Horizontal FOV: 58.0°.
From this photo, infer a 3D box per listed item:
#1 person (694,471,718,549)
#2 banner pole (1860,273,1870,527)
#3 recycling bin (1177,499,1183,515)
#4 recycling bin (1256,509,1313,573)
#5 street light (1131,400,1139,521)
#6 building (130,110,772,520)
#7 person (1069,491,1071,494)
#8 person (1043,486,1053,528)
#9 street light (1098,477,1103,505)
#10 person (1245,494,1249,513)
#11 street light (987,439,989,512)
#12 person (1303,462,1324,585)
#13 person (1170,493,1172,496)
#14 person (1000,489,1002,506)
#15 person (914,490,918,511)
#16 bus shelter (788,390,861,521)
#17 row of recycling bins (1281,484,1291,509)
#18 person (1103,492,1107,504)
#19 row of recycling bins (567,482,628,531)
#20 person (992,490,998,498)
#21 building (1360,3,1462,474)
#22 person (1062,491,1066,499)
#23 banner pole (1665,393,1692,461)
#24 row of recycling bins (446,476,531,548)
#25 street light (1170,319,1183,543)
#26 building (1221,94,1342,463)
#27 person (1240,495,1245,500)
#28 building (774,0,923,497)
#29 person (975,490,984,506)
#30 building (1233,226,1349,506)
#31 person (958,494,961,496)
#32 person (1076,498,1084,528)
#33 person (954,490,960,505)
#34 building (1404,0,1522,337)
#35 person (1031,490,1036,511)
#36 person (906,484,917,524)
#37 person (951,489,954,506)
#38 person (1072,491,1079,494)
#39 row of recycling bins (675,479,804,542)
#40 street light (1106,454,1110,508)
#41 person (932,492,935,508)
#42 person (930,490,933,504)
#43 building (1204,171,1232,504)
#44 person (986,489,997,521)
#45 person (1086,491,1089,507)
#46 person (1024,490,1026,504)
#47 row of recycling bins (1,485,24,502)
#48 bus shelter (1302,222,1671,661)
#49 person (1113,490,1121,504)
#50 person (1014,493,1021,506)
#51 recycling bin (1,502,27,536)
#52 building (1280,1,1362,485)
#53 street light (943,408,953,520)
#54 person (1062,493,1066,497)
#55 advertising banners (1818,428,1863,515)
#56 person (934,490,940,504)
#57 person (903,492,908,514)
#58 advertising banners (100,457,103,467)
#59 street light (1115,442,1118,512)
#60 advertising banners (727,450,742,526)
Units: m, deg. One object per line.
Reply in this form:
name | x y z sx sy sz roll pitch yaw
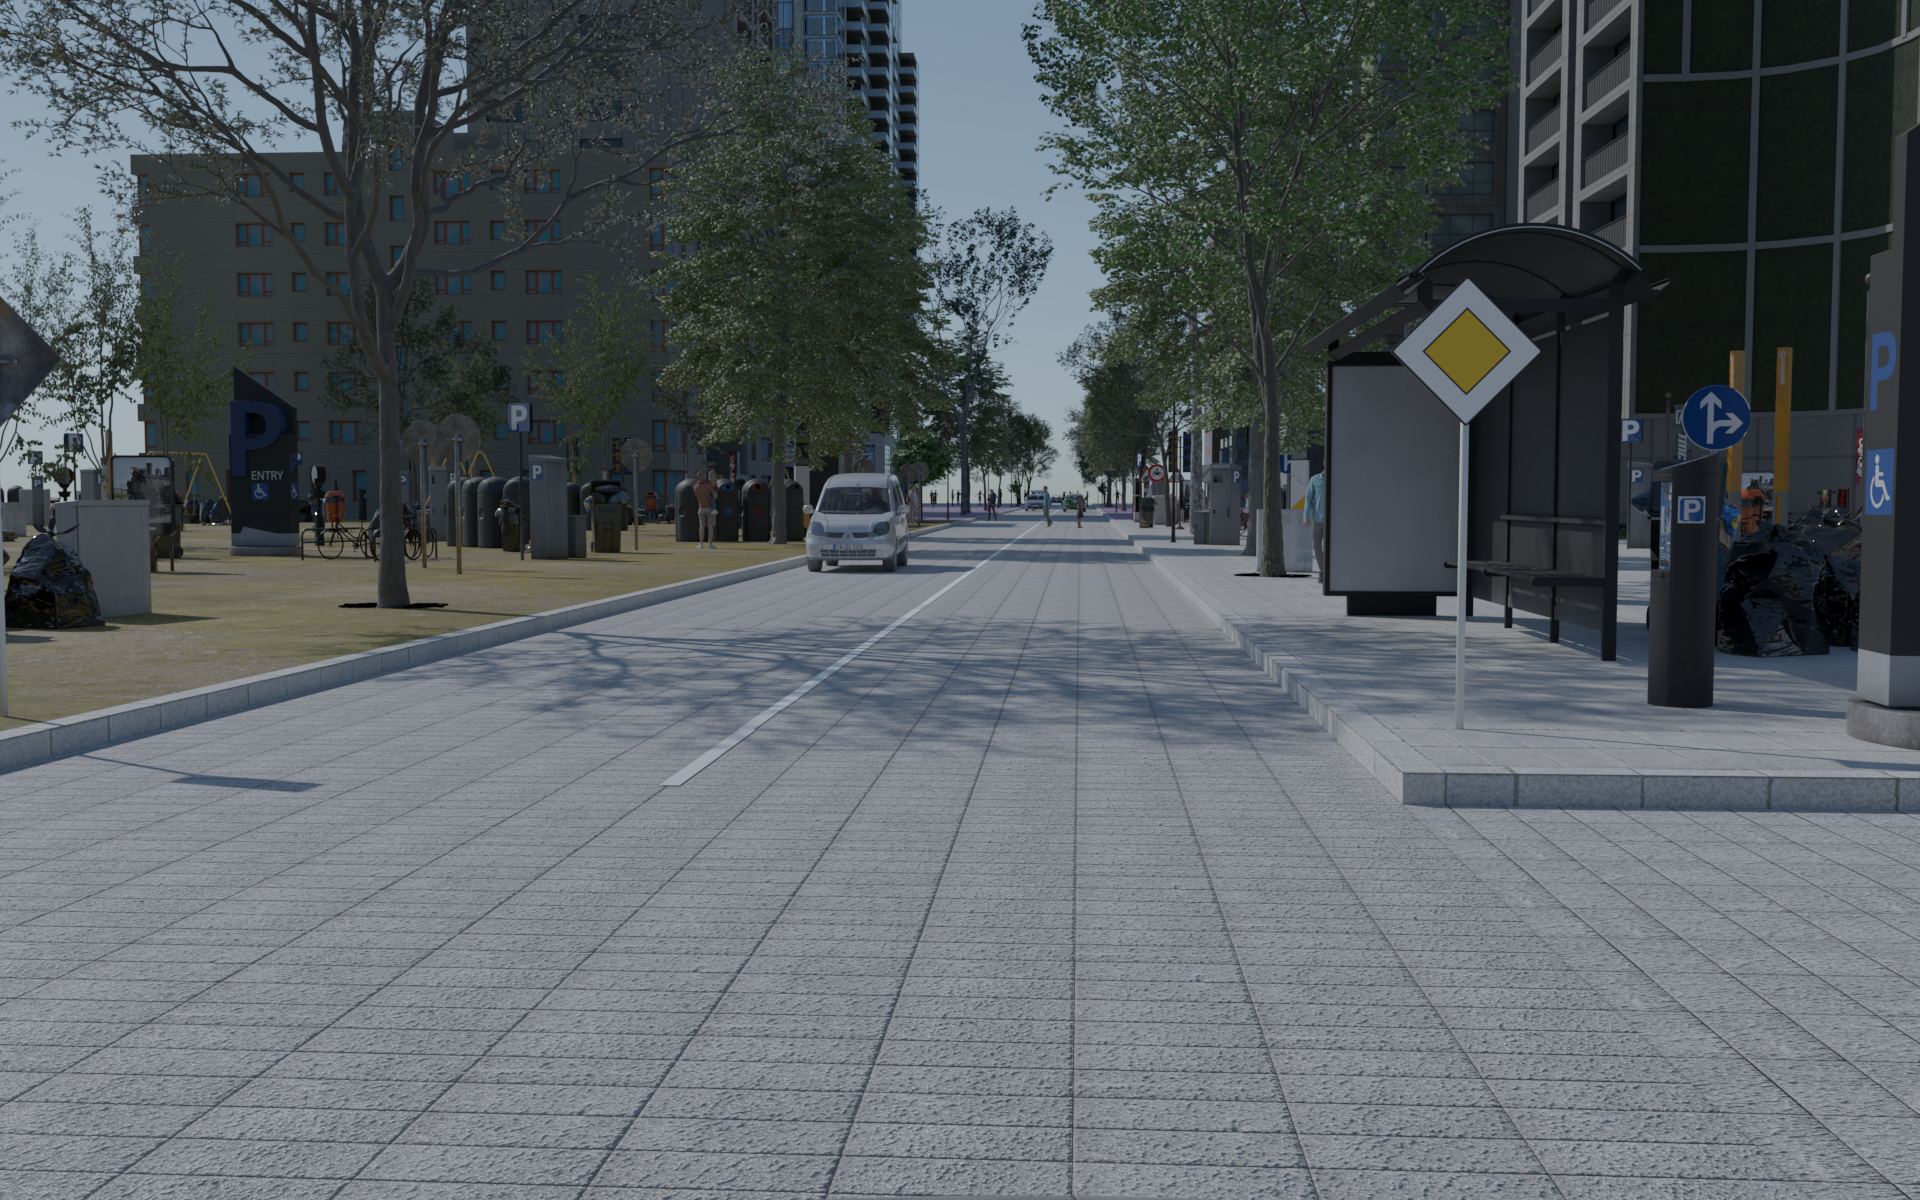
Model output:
person | -5.949 -2.133 40.895 0.580 1.828 0.573 -2 4 -32
banner pole | 10.487 -1.807 19.559 0.863 3.779 0.401 3 5 43
recycling bin | 10.551 -4.282 82.558 0.722 1.027 0.722 0 4 3
recycling bin | 5.388 -0.989 28.723 0.722 1.027 0.722 3 4 36
street light | 8.410 -6.796 83.906 0.468 5.910 1.993 0 4 4
building | -27.366 -15.709 101.878 27.650 21.520 28.899 0 4 4
person | 13.410 -12.408 211.382 0.705 1.822 1.348 2 4 35
person | 3.762 -3.993 74.133 0.444 1.785 0.601 1 4 11
street light | 16.785 -14.149 204.127 0.468 5.910 1.993 0 4 4
person | 13.540 -4.329 81.102 0.394 1.301 0.425 0 4 -7
street light | 2.053 -9.331 125.348 0.468 5.910 1.993 0 4 4
person | 5.234 -1.142 24.580 0.638 1.841 0.748 2 4 27
person | 27.984 -13.536 230.587 0.697 1.427 0.421 1 4 18
person | 4.254 -10.853 183.124 0.705 1.869 1.348 1 4 16
person | -3.319 -7.693 132.487 0.621 1.740 0.551 -2 4 -30
bus shelter | -5.521 -5.594 69.091 2.179 5.291 8.768 0 4 4
row of recycling bins | 13.643 -4.082 73.856 1.069 1.692 3.534 3 5 45
person | 18.816 -13.390 224.984 0.705 1.823 1.348 -2 4 -25
row of recycling bins | -13.353 -3.324 61.454 3.534 1.692 1.069 1 4 22
person | 3.654 -11.212 189.919 0.990 1.755 0.434 0 4 1
building | 31.569 -25.860 106.404 14.154 41.232 14.086 0 4 4
person | 11.404 -11.096 190.742 0.721 1.723 1.217 0 4 -5
banner pole | 17.609 -3.217 42.607 0.401 3.779 0.863 -3 5 -40
row of recycling bins | -11.256 -2.108 41.577 1.069 1.692 3.534 -3 5 -44
street light | 5.653 -4.462 45.738 0.468 5.910 1.993 0 4 4
building | 43.717 -36.152 210.691 23.786 49.044 30.456 0 4 4
person | 13.646 -4.863 86.289 1.217 1.736 0.721 2 4 35
building | -15.657 -56.021 228.616 22.319 86.520 31.000 0 4 4
person | 2.182 -11.449 193.956 1.217 1.743 0.721 -2 4 -32
building | 36.776 -25.507 188.747 14.160 30.474 14.107 0 4 4
person | 0.350 -11.854 199.480 1.348 1.869 0.705 -2 4 -27
person | 5.108 -3.688 73.466 0.373 1.253 0.362 -2 4 -24
person | -0.246 -12.497 210.386 1.348 1.822 0.705 3 5 42
building | 30.679 -19.586 91.928 14.160 30.474 14.107 0 4 4
person | 6.188 -8.485 147.673 0.683 1.767 0.568 3 5 43
person | -2.030 -4.057 73.383 0.522 1.701 0.512 -1 4 -9
person | -0.772 -11.183 188.866 0.705 1.826 1.348 0 4 5
person | 10.153 -8.720 151.881 0.742 1.727 0.445 1 4 10
row of recycling bins | -6.004 -2.450 47.164 3.534 1.692 1.069 -2 4 -24
street light | 13.622 -11.399 159.168 0.468 5.910 1.993 0 4 4
person | -2.419 -8.982 156.164 0.557 1.426 1.065 0 4 2
person | -3.767 -13.766 231.217 0.705 1.812 1.348 1 4 23
building | 40.514 -35.679 233.456 14.600 45.320 14.200 0 4 4
person | 1.664 -5.042 91.864 0.541 1.710 0.530 3 5 40
person | 14.195 -11.316 194.232 0.721 1.736 1.217 1 4 20
person | 8.107 -12.909 217.065 0.705 1.831 1.348 0 4 2
row of recycling bins | -45.473 -4.497 80.643 3.534 1.692 1.069 -2 4 -27
bus shelter | 4.449 -1.332 15.702 2.014 3.302 5.546 0 4 4
person | 20.375 -13.318 223.923 1.348 1.807 0.705 2 4 26
person | 6.125 -10.888 184.156 0.705 1.812 1.348 -2 4 -35
recycling bin | -28.880 -2.446 52.547 0.722 1.027 0.722 2 4 27
building | 36.336 -49.821 127.245 22.319 86.520 31.000 0 4 4
street light | -0.603 -6.982 86.936 0.468 5.910 1.993 0 4 4
person | 14.366 -14.003 238.228 0.721 1.735 1.217 2 4 32
advertising banners | 23.945 -3.106 46.976 0.090 3.025 2.074 0 4 -7
person | -3.134 -13.373 224.683 0.705 1.826 1.348 3 4 38
person | -3.282 -5.803 104.158 0.421 1.427 0.697 0 4 -5
advertising banners | -39.742 -5.232 81.726 2.074 3.025 0.090 1 4 20
street light | 10.886 -9.033 120.471 0.468 5.910 1.993 0 4 4
advertising banners | -8.688 -4.498 69.729 0.090 3.025 2.074 2 4 32
